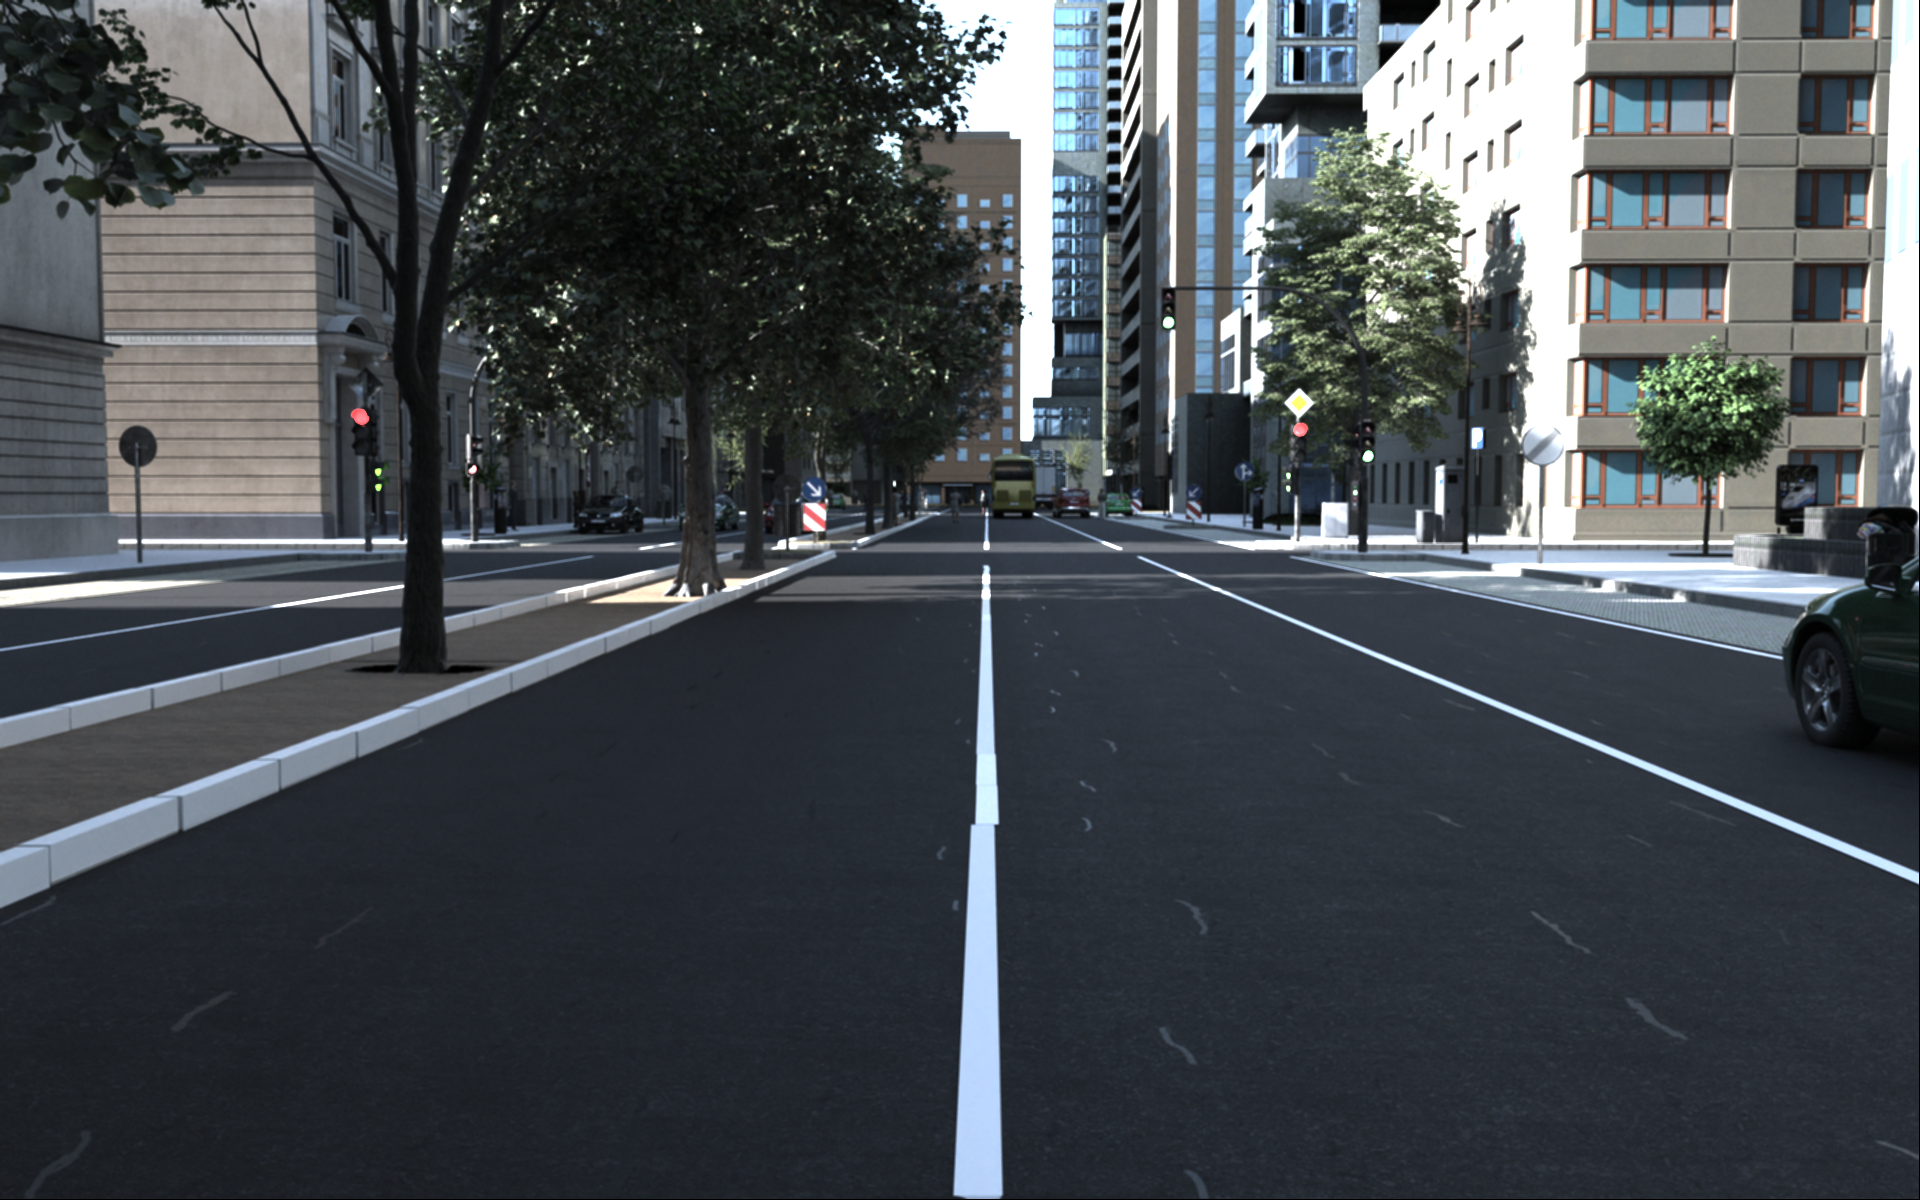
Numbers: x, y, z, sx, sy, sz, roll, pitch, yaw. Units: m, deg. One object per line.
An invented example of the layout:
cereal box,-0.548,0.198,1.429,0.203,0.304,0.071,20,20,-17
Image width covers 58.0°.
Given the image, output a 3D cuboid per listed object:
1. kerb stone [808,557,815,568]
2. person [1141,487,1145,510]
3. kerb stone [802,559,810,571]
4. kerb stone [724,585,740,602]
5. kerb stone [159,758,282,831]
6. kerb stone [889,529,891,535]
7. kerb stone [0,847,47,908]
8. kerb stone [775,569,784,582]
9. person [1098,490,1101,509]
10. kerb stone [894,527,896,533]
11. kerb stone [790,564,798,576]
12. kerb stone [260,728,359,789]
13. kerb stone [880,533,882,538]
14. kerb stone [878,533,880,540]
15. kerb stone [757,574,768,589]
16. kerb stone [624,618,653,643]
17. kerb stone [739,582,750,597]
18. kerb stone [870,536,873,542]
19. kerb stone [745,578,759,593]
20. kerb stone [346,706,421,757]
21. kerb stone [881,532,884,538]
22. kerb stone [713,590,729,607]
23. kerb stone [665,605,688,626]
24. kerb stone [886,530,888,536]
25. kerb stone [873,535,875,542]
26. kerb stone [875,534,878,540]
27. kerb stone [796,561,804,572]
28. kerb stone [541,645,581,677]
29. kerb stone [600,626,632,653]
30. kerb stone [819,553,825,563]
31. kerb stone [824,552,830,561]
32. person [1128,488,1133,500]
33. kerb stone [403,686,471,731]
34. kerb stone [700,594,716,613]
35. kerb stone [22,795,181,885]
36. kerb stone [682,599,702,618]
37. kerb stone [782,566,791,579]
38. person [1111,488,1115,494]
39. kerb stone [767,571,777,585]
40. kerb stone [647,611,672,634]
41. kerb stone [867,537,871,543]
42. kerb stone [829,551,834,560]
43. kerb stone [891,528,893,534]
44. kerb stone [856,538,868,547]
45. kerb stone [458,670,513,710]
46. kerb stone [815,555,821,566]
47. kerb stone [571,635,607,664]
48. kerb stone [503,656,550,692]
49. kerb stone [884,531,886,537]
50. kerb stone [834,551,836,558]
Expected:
kerb stone,-2.958,-0.690,33.482,0.120,0.150,1.000,0,4,1
person,14.334,-7.972,136.392,0.705,1.823,1.348,1,4,22
kerb stone,-2.972,-0.622,32.453,0.120,0.150,1.000,0,4,1
kerb stone,-3.113,-0.063,23.226,0.120,0.150,1.000,0,4,1
kerb stone,-3.354,0.877,7.856,0.120,0.150,1.000,0,4,1
kerb stone,-2.552,-2.291,59.658,0.120,0.150,1.000,0,4,1
kerb stone,-3.383,1.004,5.807,0.120,0.150,1.000,0,4,1
kerb stone,-3.034,-0.371,28.344,0.120,0.150,1.000,0,4,1
person,12.342,-8.927,152.551,0.434,1.755,0.990,1,4,12
kerb stone,-2.495,-2.480,62.741,0.120,0.150,1.000,0,4,1
kerb stone,-3.006,-0.495,30.405,0.120,0.150,1.000,0,4,1
kerb stone,-3.341,0.814,8.886,0.120,0.150,1.000,0,4,1
kerb stone,-2.626,-1.975,54.539,0.120,0.150,1.000,0,4,1
kerb stone,-2.647,-1.913,53.510,0.120,0.150,1.000,0,4,1
kerb stone,-3.071,-0.251,26.300,0.120,0.150,1.000,0,4,1
kerb stone,-3.214,0.313,17.081,0.120,0.150,1.000,0,4,1
kerb stone,-3.098,-0.113,24.249,0.120,0.150,1.000,0,4,1
kerb stone,-2.699,-1.725,50.428,0.120,0.150,1.000,0,4,1
kerb stone,-3.091,-0.188,25.270,0.120,0.150,1.000,0,4,1
kerb stone,-3.321,0.757,9.908,0.120,0.150,1.000,0,4,1
kerb stone,-2.619,-2.041,55.561,0.120,0.150,1.000,0,4,1
kerb stone,-3.132,0.001,22.204,0.120,0.150,1.000,0,4,1
kerb stone,-3.184,0.188,19.126,0.120,0.150,1.000,0,4,1
kerb stone,-2.581,-2.166,57.608,0.120,0.150,1.000,0,4,1
kerb stone,-2.684,-1.786,51.454,0.120,0.150,1.000,0,4,1
kerb stone,-2.658,-1.852,52.481,0.120,0.150,1.000,0,4,1
kerb stone,-2.990,-0.565,31.431,0.120,0.150,1.000,0,4,1
kerb stone,-3.264,0.502,14.002,0.120,0.150,1.000,0,4,1
kerb stone,-3.229,0.378,16.057,0.120,0.150,1.000,0,4,1
kerb stone,-2.921,-0.816,35.544,0.120,0.150,1.000,0,4,1
kerb stone,-2.910,-0.879,36.566,0.120,0.150,1.000,0,4,1
person,13.908,-8.280,141.447,0.705,1.821,1.348,1,4,22
kerb stone,-3.310,0.689,10.930,0.120,0.150,1.000,0,4,1
kerb stone,-3.149,0.067,21.178,0.120,0.150,1.000,0,4,1
kerb stone,-3.377,0.940,6.832,0.120,0.150,1.000,0,4,1
kerb stone,-3.174,0.125,20.151,0.120,0.150,1.000,0,4,1
kerb stone,-3.020,-0.439,29.369,0.120,0.150,1.000,0,4,1
person,14.282,-9.478,161.099,0.705,1.812,1.348,-1,4,-16
kerb stone,-3.050,-0.314,27.322,0.120,0.150,1.000,0,4,1
kerb stone,-3.190,0.250,18.104,0.120,0.150,1.000,0,4,1
kerb stone,-2.709,-1.664,49.398,0.120,0.150,1.000,0,4,1
kerb stone,-2.895,-0.942,37.592,0.120,0.150,1.000,0,4,1
kerb stone,-2.537,-2.351,60.683,0.120,0.150,1.000,0,4,1
kerb stone,-2.727,-1.600,48.376,0.120,0.150,1.000,0,4,1
kerb stone,-3.299,0.626,11.956,0.120,0.150,1.000,0,4,1
kerb stone,-2.938,-0.753,34.521,0.120,0.150,1.000,0,4,1
kerb stone,-3.252,0.439,15.024,0.120,0.150,1.000,0,4,1
kerb stone,-3.279,0.564,12.979,0.120,0.150,1.000,0,4,1
kerb stone,-2.595,-2.101,56.586,0.120,0.150,1.000,0,4,1
kerb stone,-2.875,-1.004,38.614,0.120,0.150,1.000,0,4,1
